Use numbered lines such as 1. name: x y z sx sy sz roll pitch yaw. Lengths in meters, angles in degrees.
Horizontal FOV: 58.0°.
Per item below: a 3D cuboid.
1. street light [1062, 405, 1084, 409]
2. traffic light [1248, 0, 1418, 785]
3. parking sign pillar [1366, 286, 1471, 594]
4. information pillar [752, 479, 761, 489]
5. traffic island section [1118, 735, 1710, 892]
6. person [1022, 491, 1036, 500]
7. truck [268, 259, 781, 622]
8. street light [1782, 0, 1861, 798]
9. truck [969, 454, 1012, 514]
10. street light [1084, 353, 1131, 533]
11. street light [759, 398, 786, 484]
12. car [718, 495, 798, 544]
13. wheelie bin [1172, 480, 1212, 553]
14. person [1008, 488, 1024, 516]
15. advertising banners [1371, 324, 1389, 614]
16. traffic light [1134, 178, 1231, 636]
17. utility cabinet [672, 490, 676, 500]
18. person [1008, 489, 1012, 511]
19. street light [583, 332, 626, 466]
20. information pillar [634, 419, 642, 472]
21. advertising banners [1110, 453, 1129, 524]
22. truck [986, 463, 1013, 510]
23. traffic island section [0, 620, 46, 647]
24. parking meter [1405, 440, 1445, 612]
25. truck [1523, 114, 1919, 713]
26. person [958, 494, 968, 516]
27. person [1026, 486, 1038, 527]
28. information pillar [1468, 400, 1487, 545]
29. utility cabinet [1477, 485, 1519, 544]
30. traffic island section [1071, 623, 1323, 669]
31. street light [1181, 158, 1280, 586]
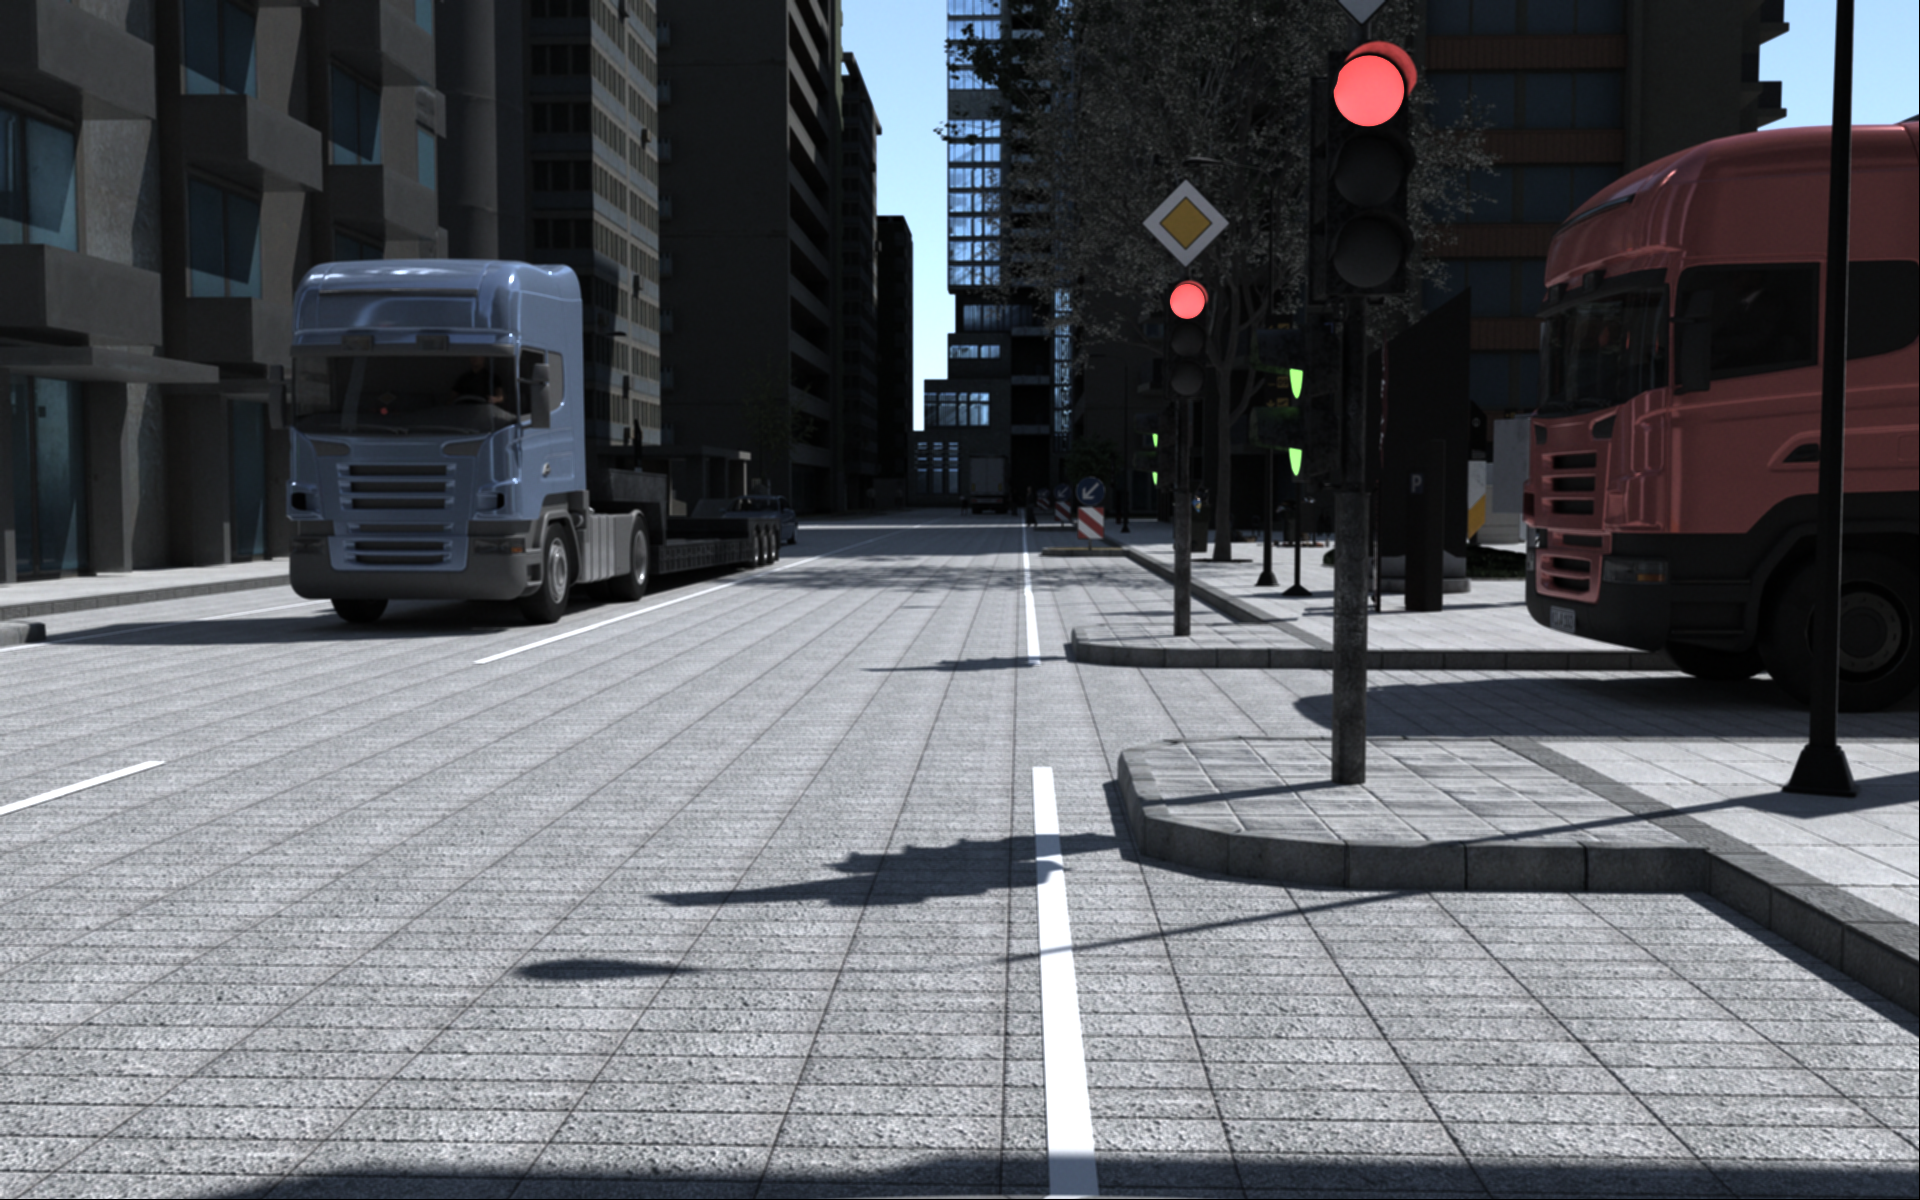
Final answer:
1. street light: 6.045 -7.223 90.635 1.470 5.913 1.316 0 4 2
2. traffic light: 1.712 -1.143 7.605 0.839 4.253 0.868 0 4 2
3. parking sign pillar: 6.022 -2.102 22.838 1.447 3.967 1.447 1 4 14
4. information pillar: -9.713 -4.783 82.692 0.304 2.012 0.304 2 4 35
5. traffic island section: 1.752 0.891 7.717 2.009 0.180 2.903 0 4 2
6. person: 5.943 -8.614 149.426 1.348 1.812 0.705 2 4 26
7. truck: -5.334 -2.232 26.255 2.967 4.110 18.799 0 4 3
8. street light: 3.188 -2.128 7.342 1.470 5.913 1.316 0 4 2
9. truck: 2.244 -8.511 128.067 2.839 4.237 11.283 0 4 4
10. street light: 4.950 -5.187 57.349 1.470 5.913 1.316 0 4 2
11. street light: -9.115 -6.804 83.780 1.470 5.913 1.316 0 4 2
12. car: -5.638 -2.221 48.320 2.014 1.417 4.499 0 4 4
13. wheelie bin: 5.125 -1.858 38.293 0.693 1.594 0.980 -2 4 -29
14. person: 3.631 -6.483 114.504 1.348 1.822 0.705 -3 4 -39
15. advertising banners: 4.591 -1.392 18.944 0.090 3.025 2.074 1 4 12
16. traffic light: 1.995 -1.631 15.585 0.839 4.253 0.868 0 4 2
17. utility cabinet: -13.893 -4.594 83.791 0.318 1.500 1.173 0 4 -6
18. person: 4.326 -8.526 147.899 0.705 1.824 1.348 -1 4 -16
19. street light: -10.241 -4.719 49.695 1.470 5.913 1.316 0 4 2
20. information pillar: -10.079 -3.848 54.276 0.183 3.616 0.504 0 4 7
21. advertising banners: 6.794 -4.754 73.917 0.090 3.025 2.074 2 4 28
22. truck: 3.302 -10.379 158.615 2.839 4.237 11.283 0 4 3
23. traffic island section: -9.999 0.376 16.126 2.009 0.180 2.903 0 4 2
24. parking meter: 5.094 -0.813 19.003 0.255 1.863 0.399 -2 4 -24
25. truck: 9.283 -1.429 12.275 11.283 4.237 2.839 0 4 1
26. person: 0.181 -6.283 114.423 0.799 1.438 0.628 1 4 17
27. person: 3.089 -4.080 75.629 0.534 1.772 0.576 -3 5 -41
28. information pillar: 12.867 -3.166 43.113 0.504 3.616 0.183 -1 4 -23
29. utility cabinet: 13.579 -2.155 43.908 1.173 1.500 0.318 -1 4 -16
30. traffic island section: 2.034 0.403 15.697 2.009 0.180 2.903 0 4 2
31. street light: 3.758 -3.151 24.067 1.470 5.913 1.316 0 4 2
